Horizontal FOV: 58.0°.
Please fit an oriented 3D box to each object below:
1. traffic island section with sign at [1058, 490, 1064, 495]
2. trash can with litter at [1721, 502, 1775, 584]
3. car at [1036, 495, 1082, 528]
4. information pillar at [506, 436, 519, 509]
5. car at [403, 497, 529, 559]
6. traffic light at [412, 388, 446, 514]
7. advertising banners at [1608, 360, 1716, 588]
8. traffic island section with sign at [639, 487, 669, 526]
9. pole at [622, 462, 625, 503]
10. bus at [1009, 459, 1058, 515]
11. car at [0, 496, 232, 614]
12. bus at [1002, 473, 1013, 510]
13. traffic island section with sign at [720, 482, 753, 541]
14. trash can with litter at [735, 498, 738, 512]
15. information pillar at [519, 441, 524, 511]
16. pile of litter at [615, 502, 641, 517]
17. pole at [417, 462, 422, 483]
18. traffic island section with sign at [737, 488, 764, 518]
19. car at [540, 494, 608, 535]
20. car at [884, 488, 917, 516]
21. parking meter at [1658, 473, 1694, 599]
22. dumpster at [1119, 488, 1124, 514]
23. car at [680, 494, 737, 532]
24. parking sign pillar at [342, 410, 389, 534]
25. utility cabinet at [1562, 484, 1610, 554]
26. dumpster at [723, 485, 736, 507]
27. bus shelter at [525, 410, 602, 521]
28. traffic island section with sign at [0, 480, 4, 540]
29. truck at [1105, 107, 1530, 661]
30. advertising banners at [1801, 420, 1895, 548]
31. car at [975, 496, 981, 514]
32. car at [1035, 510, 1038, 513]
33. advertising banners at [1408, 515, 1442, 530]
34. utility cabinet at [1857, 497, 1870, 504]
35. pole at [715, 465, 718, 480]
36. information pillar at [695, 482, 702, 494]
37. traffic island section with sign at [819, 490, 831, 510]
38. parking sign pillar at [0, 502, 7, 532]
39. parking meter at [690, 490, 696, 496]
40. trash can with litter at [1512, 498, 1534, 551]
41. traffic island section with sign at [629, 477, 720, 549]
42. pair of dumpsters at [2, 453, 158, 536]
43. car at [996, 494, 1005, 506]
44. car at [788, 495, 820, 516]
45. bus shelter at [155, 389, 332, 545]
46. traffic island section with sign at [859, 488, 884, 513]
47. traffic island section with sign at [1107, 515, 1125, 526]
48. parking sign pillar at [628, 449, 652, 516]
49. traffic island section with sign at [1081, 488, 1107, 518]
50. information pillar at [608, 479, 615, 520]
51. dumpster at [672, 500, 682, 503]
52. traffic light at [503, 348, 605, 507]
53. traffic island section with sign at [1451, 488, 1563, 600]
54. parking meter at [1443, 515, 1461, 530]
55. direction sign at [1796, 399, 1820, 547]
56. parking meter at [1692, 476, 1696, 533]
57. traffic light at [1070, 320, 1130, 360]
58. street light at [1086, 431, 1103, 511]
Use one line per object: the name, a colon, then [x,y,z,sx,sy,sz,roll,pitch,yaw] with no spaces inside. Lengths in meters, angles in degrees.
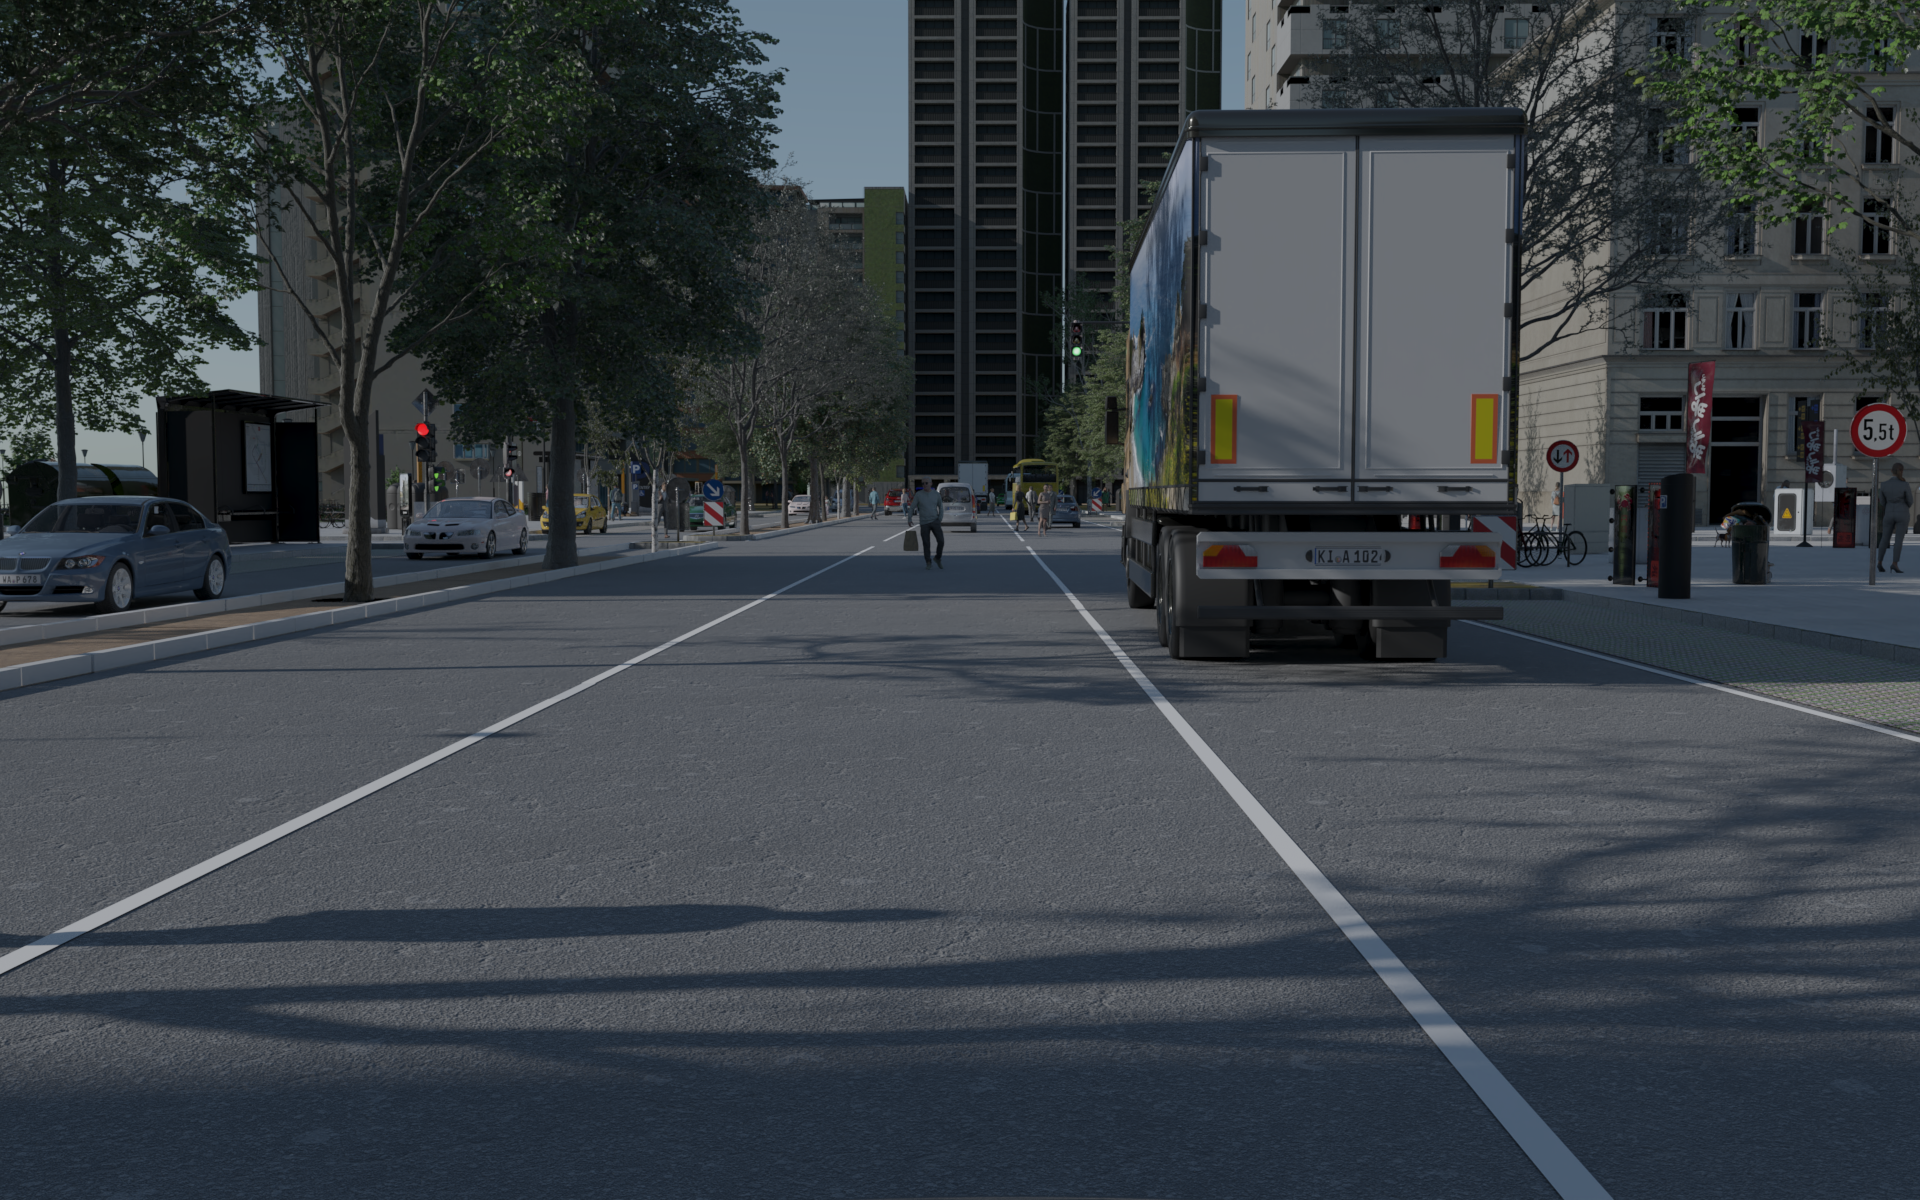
traffic island section with sign: [8.826,-8.980,155.458,1.989,1.847,2.006,0,4,1]
trash can with litter: [11.324,-0.823,24.845,0.624,1.170,1.055,2,4,32]
car: [4.260,-3.815,74.378,2.014,1.417,4.499,0,4,2]
information pillar: [-18.075,-4.788,69.631,0.183,3.616,0.504,-3,5,-43]
car: [-11.224,-1.667,39.614,2.083,1.381,4.827,0,4,0]
traffic light: [-14.104,-3.483,45.876,0.839,4.253,0.868,0,4,1]
advertising banners: [9.554,-1.678,23.631,0.090,3.025,2.074,-1,4,-15]
traffic island section with sign: [-13.390,-4.279,78.593,1.989,1.847,2.006,0,4,1]
pole: [-20.463,-6.813,105.239,0.158,3.312,0.155,0,3,0]
bus: [5.163,-7.922,121.069,2.896,3.916,12.252,0,4,-1]
car: [-10.913,-0.623,22.187,2.014,1.417,4.499,0,4,-1]
bus: [5.454,-10.170,161.145,2.948,3.499,13.247,0,4,1]
traffic island section with sign: [-7.519,-2.779,53.567,2.006,1.907,1.989,0,4,1]
trash can with litter: [-16.546,-7.063,126.861,0.624,1.170,1.055,-2,4,-31]
information pillar: [-19.449,-5.206,76.471,0.504,3.616,0.183,3,4,36]
pile of litter: [-18.853,-5.158,98.299,1.719,0.858,1.176,-2,4,-31]
pole: [-20.349,-4.368,65.256,0.158,3.312,0.155,0,3,0]
traffic island section with sign: [-13.043,-5.940,105.747,1.989,1.847,2.006,0,4,1]
car: [-13.795,-3.162,61.930,2.015,1.641,3.980,0,4,0]
car: [-3.960,-6.576,116.198,2.281,1.827,5.304,0,4,1]
parking meter: [8.793,-0.787,21.280,0.372,1.533,0.369,0,3,0]
dumpster: [11.048,-6.650,111.216,1.502,2.255,1.985,0,4,1]
car: [-9.776,-3.378,67.026,2.131,1.459,4.920,0,4,1]
parking sign pillar: [-19.237,-4.128,55.961,1.447,3.967,1.447,1,4,20]
utility cabinet: [13.415,-1.739,37.119,1.173,1.500,0.318,-2,4,-33]
dumpster: [-15.609,-6.670,114.815,1.264,1.857,1.865,0,4,1]
bus shelter: [-19.734,-6.619,85.851,2.179,5.291,8.768,0,4,1]
traffic island section with sign: [-14.102,-0.963,24.369,1.989,1.847,2.006,0,4,1]
truck: [3.122,-1.793,18.226,2.839,4.237,11.283,0,4,3]
advertising banners: [21.015,-2.742,41.024,2.074,3.025,0.090,1,4,18]
car: [0.589,-6.917,125.672,1.945,1.354,3.894,0,4,-1]
car: [5.205,-7.486,134.975,1.945,1.354,3.894,0,4,0]
advertising banners: [12.180,-3.045,45.976,2.074,3.025,0.090,3,4,36]
utility cabinet: [23.242,-2.056,44.774,0.306,1.237,1.020,-3,5,-44]
pole: [-16.912,-7.734,120.300,0.158,3.312,0.155,0,3,0]
information pillar: [-15.888,-6.172,105.405,0.304,2.012,0.304,3,5,42]
traffic island section with sign: [-12.391,-9.027,156.225,1.989,1.847,2.006,0,4,1]
parking sign pillar: [-32.772,-4.248,57.924,1.447,3.967,1.447,1,4,21]
parking meter: [-15.852,-5.765,102.674,0.372,1.533,0.369,0,3,0]
trash can with litter: [12.158,-1.737,39.453,2.233,1.210,1.678,-1,4,-12]
traffic island section with sign: [-7.625,-2.326,46.161,2.006,1.907,1.989,0,4,1]
pair of dumpsters: [-19.873,-2.254,39.340,1.574,2.255,4.437,0,4,1]
car: [5.206,-11.847,202.500,1.959,1.807,4.718,0,4,2]
car: [-10.338,-6.288,115.165,2.083,1.381,4.827,0,4,0]
bus shelter: [-17.137,-3.091,41.819,1.731,3.624,6.357,0,4,1]
traffic island section with sign: [-6.554,-7.374,128.700,2.006,1.907,1.989,0,4,1]
traffic island section with sign: [7.823,-4.262,78.309,1.989,1.847,2.006,0,4,1]
parking sign pillar: [-19.054,-7.020,103.245,1.447,3.967,1.447,-2,4,-30]
traffic island section with sign: [8.192,-5.943,105.794,1.989,1.847,2.006,0,4,1]
information pillar: [-16.971,-4.882,84.308,0.304,2.012,0.304,-1,4,-20]
dumpster: [-17.650,-6.112,105.682,1.264,1.857,1.865,0,4,1]
traffic light: [-11.908,-4.844,53.868,4.771,5.953,1.251,0,4,1]
traffic island section with sign: [7.122,-0.953,24.214,1.989,1.847,2.006,0,4,1]
parking meter: [12.022,-2.241,42.355,0.399,1.863,0.255,-1,4,-21]
direction sign: [20.488,-3.052,41.904,0.379,3.537,0.876,0,4,-5]
parking meter: [24.242,-3.164,57.436,0.255,1.863,0.399,1,4,17]
traffic light: [5.263,-4.332,45.500,4.771,5.953,1.251,0,4,1]
street light: [9.946,-9.523,128.247,1.470,5.913,1.316,0,4,1]
